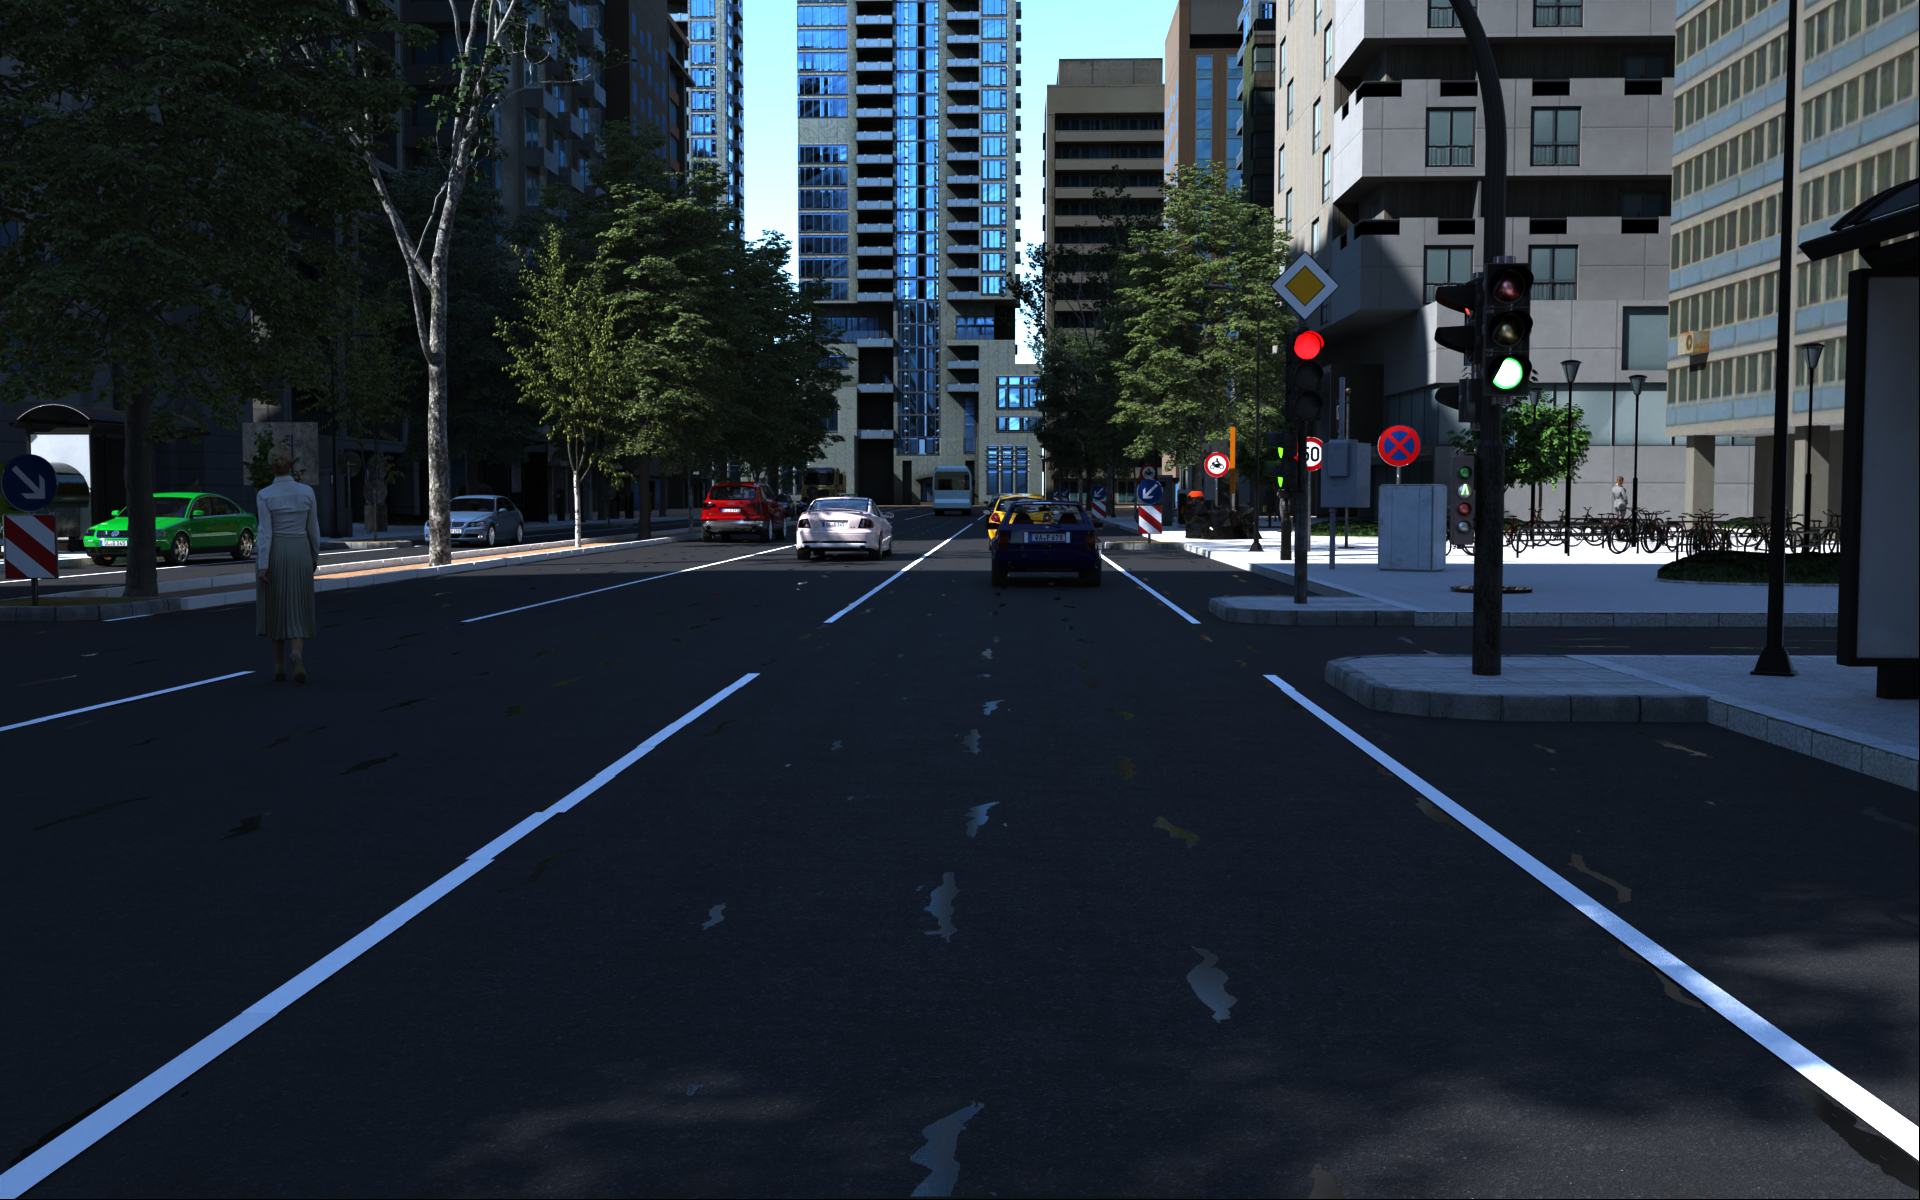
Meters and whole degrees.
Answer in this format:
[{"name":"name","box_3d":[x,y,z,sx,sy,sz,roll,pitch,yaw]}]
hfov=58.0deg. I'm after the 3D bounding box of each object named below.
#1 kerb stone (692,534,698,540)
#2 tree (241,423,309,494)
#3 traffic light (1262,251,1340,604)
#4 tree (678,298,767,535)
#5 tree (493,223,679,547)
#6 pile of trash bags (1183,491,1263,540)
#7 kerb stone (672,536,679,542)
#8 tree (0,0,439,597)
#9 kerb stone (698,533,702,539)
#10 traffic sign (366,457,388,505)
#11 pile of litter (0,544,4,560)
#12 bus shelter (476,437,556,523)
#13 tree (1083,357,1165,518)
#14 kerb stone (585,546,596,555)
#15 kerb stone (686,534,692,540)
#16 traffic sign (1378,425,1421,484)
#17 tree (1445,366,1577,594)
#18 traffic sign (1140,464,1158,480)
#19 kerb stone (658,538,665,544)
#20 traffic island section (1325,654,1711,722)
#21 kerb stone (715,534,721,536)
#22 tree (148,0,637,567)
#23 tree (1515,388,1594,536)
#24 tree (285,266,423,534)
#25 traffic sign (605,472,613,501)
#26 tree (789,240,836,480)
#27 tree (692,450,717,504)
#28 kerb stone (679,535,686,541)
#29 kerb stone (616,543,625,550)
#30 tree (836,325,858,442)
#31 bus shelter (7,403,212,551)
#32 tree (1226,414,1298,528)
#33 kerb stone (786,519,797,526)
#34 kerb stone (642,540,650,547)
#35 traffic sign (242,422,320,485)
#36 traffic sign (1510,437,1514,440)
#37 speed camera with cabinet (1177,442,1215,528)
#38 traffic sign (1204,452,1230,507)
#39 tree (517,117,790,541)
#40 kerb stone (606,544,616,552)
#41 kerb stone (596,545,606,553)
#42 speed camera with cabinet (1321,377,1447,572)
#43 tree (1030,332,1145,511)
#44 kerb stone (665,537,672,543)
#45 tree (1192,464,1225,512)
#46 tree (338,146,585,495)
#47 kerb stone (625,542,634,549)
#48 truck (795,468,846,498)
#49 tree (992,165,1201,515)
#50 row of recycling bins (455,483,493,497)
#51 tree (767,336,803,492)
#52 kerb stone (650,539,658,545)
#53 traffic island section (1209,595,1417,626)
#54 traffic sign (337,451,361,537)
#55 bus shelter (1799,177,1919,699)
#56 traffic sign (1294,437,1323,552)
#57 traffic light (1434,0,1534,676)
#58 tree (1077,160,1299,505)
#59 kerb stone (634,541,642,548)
[{"name":"kerb stone","box_3d":[-8.490,-1.984,54.632,0.120,0.150,1.000,0,4,2]},{"name":"tree","box_3d":[-18.725,-3.201,46.933,1.663,3.219,1.824,0,3,0]},{"name":"traffic light","box_3d":[3.980,-1.914,20.223,0.839,4.253,0.868,0,4,2]},{"name":"tree","box_3d":[-9.268,-6.519,59.400,4.737,8.622,4.395,0,3,0]},{"name":"tree","box_3d":[-10.218,-5.699,46.000,4.737,8.622,4.395,0,3,0]},{"name":"pile of trash bags","box_3d":[7.368,-2.484,50.364,1.912,1.369,3.447,-1,4,-15]},{"name":"kerb stone","box_3d":[-8.593,-1.796,51.562,0.120,0.150,1.000,0,4,2]},{"name":"tree","box_3d":[-10.881,-6.256,22.875,7.486,12.596,7.792,0,3,0]},{"name":"kerb stone","box_3d":[-8.457,-2.046,55.654,0.120,0.150,1.000,0,4,2]},{"name":"traffic sign","box_3d":[-19.769,-3.589,58.790,0.768,2.556,0.104,0,4,2]},{"name":"pile of litter","box_3d":[-19.145,-1.261,34.582,1.176,0.858,1.719,0,4,4]},{"name":"bus shelter","box_3d":[-18.877,-5.051,73.862,1.731,3.624,6.357,0,4,2]},{"name":"tree","box_3d":[9.429,-8.583,90.690,4.737,8.622,4.395,0,3,0]},{"name":"kerb stone","box_3d":[-8.919,-1.167,41.308,0.120,0.150,1.000,0,4,2]},{"name":"kerb stone","box_3d":[-8.529,-1.921,53.608,0.120,0.150,1.000,0,4,2]},{"name":"traffic sign","box_3d":[8.064,-1.942,31.860,0.768,2.556,0.104,1,4,11]},{"name":"tree","box_3d":[6.882,-1.712,22.598,1.663,3.219,1.824,0,3,0]},{"name":"traffic sign","box_3d":[7.953,-4.461,73.045,0.768,2.556,0.104,0,4,3]},{"name":"kerb stone","box_3d":[-8.656,-1.671,49.515,0.120,0.150,1.000,0,4,2]},{"name":"traffic island section","box_3d":[3.763,0.607,12.355,2.009,0.180,2.903,0,4,2]},{"name":"kerb stone","box_3d":[-8.323,-2.298,59.773,0.120,0.150,1.000,0,4,2]},{"name":"tree","box_3d":[-11.425,-10.768,34.397,12.611,20.169,13.585,0,3,0]},{"name":"tree","box_3d":[18.042,-4.295,53.929,4.285,4.588,4.351,0,3,0]},{"name":"tree","box_3d":[-19.049,-6.411,55.184,4.737,8.622,4.395,0,3,0]},{"name":"traffic sign","box_3d":[-18.908,-5.654,92.445,0.884,2.594,0.081,1,4,9]},{"name":"tree","box_3d":[-9.157,-8.920,66.430,7.486,12.596,7.792,0,3,0]},{"name":"tree","box_3d":[-16.338,-9.851,111.423,4.360,8.622,3.978,0,3,0]},{"name":"kerb stone","box_3d":[-8.562,-1.858,52.587,0.120,0.150,1.000,0,4,2]},{"name":"kerb stone","box_3d":[-8.819,-1.358,44.395,0.120,0.150,1.000,0,4,2]},{"name":"tree","box_3d":[-8.573,-9.704,79.244,7.486,12.596,7.792,0,3,0]},{"name":"bus shelter","box_3d":[-20.124,-2.903,41.383,2.014,3.302,5.546,0,4,2]},{"name":"tree","box_3d":[11.945,-5.053,66.330,4.285,4.588,4.351,0,3,0]},{"name":"kerb stone","box_3d":[-7.700,-3.488,79.244,0.120,0.150,1.000,0,4,2]},{"name":"kerb stone","box_3d":[-8.726,-1.546,47.466,0.120,0.150,1.000,0,4,2]},{"name":"traffic sign","box_3d":[-19.221,-3.372,49.004,2.265,3.308,0.079,0,4,7]},{"name":"traffic sign","box_3d":[8.339,-1.527,27.089,0.606,2.300,0.079,0,4,5]},{"name":"speed camera with cabinet","box_3d":[8.963,-4.359,65.600,0.660,3.252,2.038,-1,4,-23]},{"name":"traffic sign","box_3d":[7.794,-3.210,52.592,0.768,2.556,0.104,1,4,8]},{"name":"tree","box_3d":[-9.664,-8.074,52.587,7.486,12.596,7.792,0,3,0]},{"name":"kerb stone","box_3d":[-8.851,-1.293,43.363,0.120,0.150,1.000,0,4,2]},{"name":"kerb stone","box_3d":[-8.886,-1.231,42.337,0.120,0.150,1.000,0,4,2]},{"name":"speed camera with cabinet","box_3d":[7.124,-2.128,29.125,2.038,3.252,0.660,3,4,38]},{"name":"tree","box_3d":[9.961,-13.898,133.893,9.857,13.997,8.962,0,3,0]},{"name":"kerb stone","box_3d":[-8.628,-1.733,50.537,0.120,0.150,1.000,0,4,2]},{"name":"tree","box_3d":[13.508,-6.012,92.889,1.663,3.219,1.824,0,3,0]},{"name":"tree","box_3d":[-18.085,-9.620,63.949,9.857,13.997,8.962,0,3,0]},{"name":"kerb stone","box_3d":[-8.790,-1.420,45.417,0.120,0.150,1.000,0,4,2]},{"name":"truck","box_3d":[-10.126,-8.124,128.750,3.469,3.379,9.791,0,4,1]},{"name":"tree","box_3d":[8.188,-15.085,102.534,12.611,20.169,13.585,0,3,0]},{"name":"row of recycling bins","box_3d":[-19.073,-3.740,68.256,1.069,1.692,3.534,0,4,-3]},{"name":"tree","box_3d":[-8.599,-7.360,73.162,4.737,8.622,4.395,0,3,0]},{"name":"kerb stone","box_3d":[-8.693,-1.608,48.487,0.120,0.150,1.000,0,4,2]},{"name":"traffic island section","box_3d":[4.019,0.119,20.336,2.009,0.180,2.903,0,4,2]},{"name":"traffic sign","box_3d":[-18.065,-3.126,51.218,0.768,2.556,0.104,1,4,9]},{"name":"bus shelter","box_3d":[6.240,-0.877,8.266,2.014,3.302,5.546,0,4,2]},{"name":"traffic sign","box_3d":[7.787,-2.355,38.608,0.768,2.556,0.104,0,4,7]},{"name":"traffic light","box_3d":[1.630,-2.294,12.167,4.771,5.953,1.251,0,4,2]},{"name":"tree","box_3d":[8.582,-8.647,59.502,7.486,12.596,7.792,0,3,0]},{"name":"kerb stone","box_3d":[-8.751,-1.483,46.439,0.120,0.150,1.000,0,4,2]}]
